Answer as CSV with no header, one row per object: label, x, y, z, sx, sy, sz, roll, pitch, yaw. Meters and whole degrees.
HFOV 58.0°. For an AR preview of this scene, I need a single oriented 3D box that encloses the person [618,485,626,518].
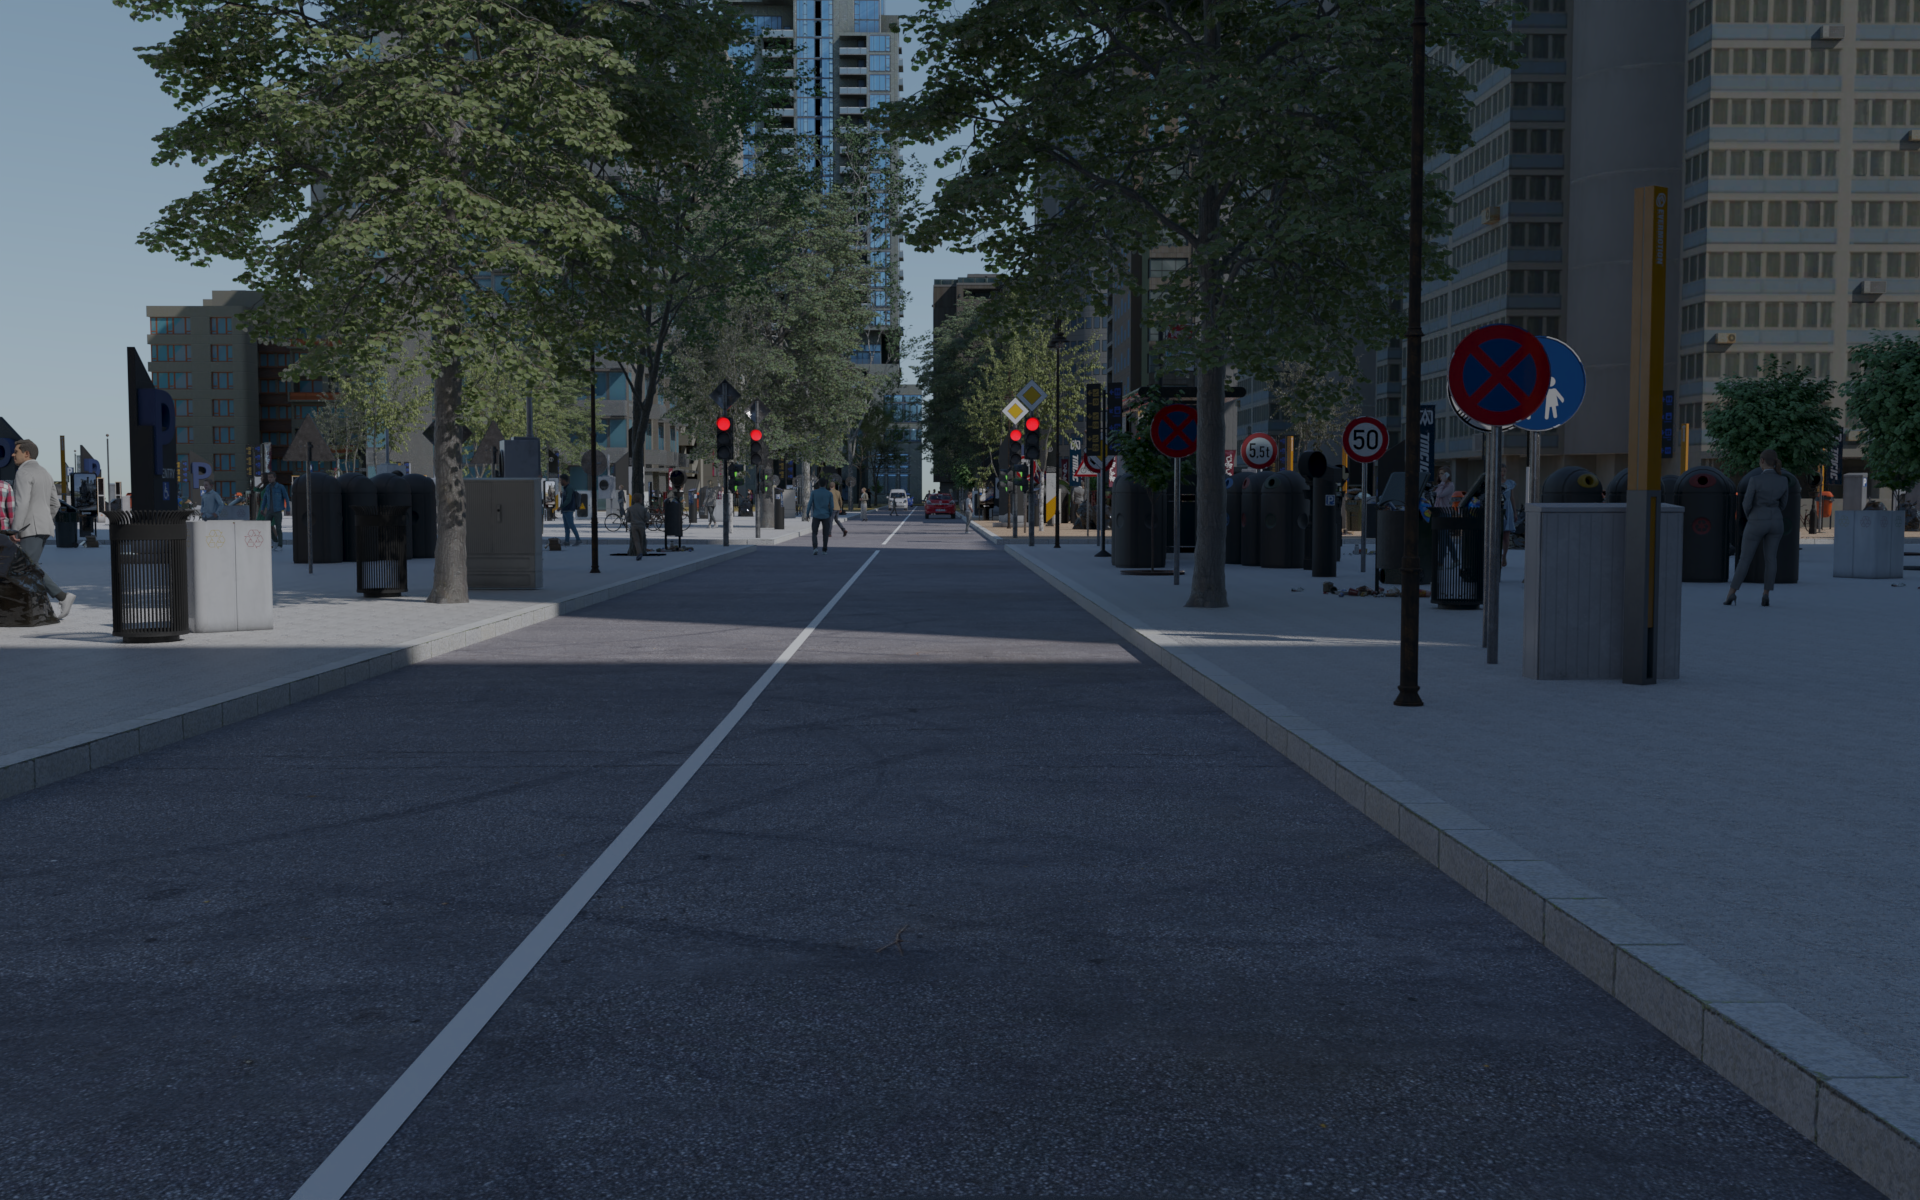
person,-18.136,-5.297,93.070,0.534,1.772,0.576,-1,4,-13

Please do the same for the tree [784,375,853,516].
tree,-8.362,-9.072,98.697,4.737,8.622,4.395,0,3,0

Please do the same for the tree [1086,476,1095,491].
tree,7.935,-6.347,98.378,1.663,3.219,1.824,0,3,0

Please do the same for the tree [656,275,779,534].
tree,-7.621,-6.456,55.911,4.360,8.622,3.978,0,3,0

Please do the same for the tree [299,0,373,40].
tree,-6.456,-6.012,8.659,12.009,13.543,11.850,0,3,0

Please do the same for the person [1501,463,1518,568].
person,9.342,-1.460,30.016,0.616,1.811,0.778,1,4,18

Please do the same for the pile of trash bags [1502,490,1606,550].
pile of trash bags,14.323,-1.900,40.810,3.447,1.369,1.912,-3,5,-42

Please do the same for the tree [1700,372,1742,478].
tree,18.889,-3.460,40.279,4.285,4.588,4.351,0,3,0

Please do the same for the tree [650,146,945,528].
tree,-7.293,-9.709,65.398,9.857,13.997,8.962,0,3,0

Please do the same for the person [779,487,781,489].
person,-13.783,-7.724,132.422,1.348,1.812,0.705,0,4,6

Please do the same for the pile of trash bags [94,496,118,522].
pile of trash bags,-40.341,-4.257,79.359,1.912,1.369,3.447,0,4,-8

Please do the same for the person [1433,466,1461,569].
person,8.231,-1.388,29.319,0.643,1.750,0.593,0,4,-4

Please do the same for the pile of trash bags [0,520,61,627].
pile of trash bags,-9.739,-0.354,15.537,1.912,1.369,3.447,0,4,-1

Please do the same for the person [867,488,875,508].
person,-8.399,-9.453,160.611,0.705,1.822,1.348,3,5,44

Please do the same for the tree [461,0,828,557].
tree,-6.527,-6.722,35.663,9.928,11.665,9.643,0,3,0

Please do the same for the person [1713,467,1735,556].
person,15.227,-1.763,34.973,0.850,1.850,0.679,2,4,29

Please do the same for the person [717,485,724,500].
person,-11.713,-4.809,85.515,0.563,1.720,0.643,-2,4,-23

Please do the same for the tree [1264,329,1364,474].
tree,14.657,-7.478,72.628,4.360,8.622,3.978,0,3,0

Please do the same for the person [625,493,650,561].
person,-6.244,-1.418,33.493,0.475,1.303,0.640,-2,4,-26

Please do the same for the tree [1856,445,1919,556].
tree,19.707,-2.564,36.518,1.663,3.219,1.824,0,3,0

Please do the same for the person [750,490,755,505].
person,-21.172,-10.320,175.460,0.721,1.739,1.217,2,4,29

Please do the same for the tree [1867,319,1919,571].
tree,16.660,-2.796,29.426,4.285,4.588,4.351,0,3,0

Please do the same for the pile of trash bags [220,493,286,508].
pile of trash bags,-38.382,-5.164,94.191,3.447,1.369,1.912,-2,4,-35

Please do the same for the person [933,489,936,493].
person,-1.897,-7.420,129.831,0.705,1.821,1.348,-1,4,-22

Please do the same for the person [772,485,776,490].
person,-10.475,-5.628,98.249,0.526,1.800,0.537,-1,4,-11

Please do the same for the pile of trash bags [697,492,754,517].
pile of trash bags,-13.346,-5.404,98.115,3.447,1.369,1.912,0,4,1

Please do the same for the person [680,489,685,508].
person,-17.991,-6.435,111.476,0.478,1.798,0.641,-1,4,-21

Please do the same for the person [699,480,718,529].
person,-9.307,-3.558,64.406,0.728,1.800,0.709,3,4,37

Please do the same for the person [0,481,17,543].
person,-11.198,-0.803,20.016,0.563,1.720,0.643,-2,4,-31

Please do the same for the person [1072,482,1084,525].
person,4.955,-4.040,72.273,0.592,1.802,0.473,1,4,21

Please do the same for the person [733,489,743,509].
person,-19.760,-8.986,153.785,1.217,1.723,0.721,-3,5,-41

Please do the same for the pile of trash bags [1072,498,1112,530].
pile of trash bags,5.635,-3.210,62.244,1.912,1.369,3.447,-3,5,-40

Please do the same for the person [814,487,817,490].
person,-11.733,-8.234,140.671,0.705,1.824,1.348,-1,4,-20

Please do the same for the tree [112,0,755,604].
tree,-6.048,-6.262,20.517,7.486,12.596,7.792,0,3,0

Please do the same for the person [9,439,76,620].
person,-9.400,-0.724,17.719,0.795,1.843,0.661,0,4,2

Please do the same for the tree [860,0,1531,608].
tree,2.740,-6.218,19.784,7.486,12.596,7.792,0,3,0

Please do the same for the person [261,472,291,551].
person,-15.377,-1.990,38.920,0.601,1.785,0.444,1,4,16

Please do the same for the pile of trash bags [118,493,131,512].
pile of trash bags,-48.783,-5.499,99.659,3.447,1.369,1.912,1,4,18

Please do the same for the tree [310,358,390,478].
tree,-31.001,-8.413,87.907,4.360,8.622,3.978,0,3,0

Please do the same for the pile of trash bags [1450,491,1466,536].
pile of trash bags,14.655,-2.667,53.352,3.447,1.369,1.912,-3,5,-45

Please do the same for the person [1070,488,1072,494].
person,8.071,-7.249,125.563,0.512,1.701,0.522,1,4,9

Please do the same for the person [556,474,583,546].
person,-9.637,-2.212,42.558,0.721,1.781,0.623,-2,4,-32

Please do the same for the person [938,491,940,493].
person,-1.818,-8.914,154.925,0.721,1.739,1.217,-2,4,-33

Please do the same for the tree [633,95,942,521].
tree,-8.561,-13.786,81.283,12.611,20.169,13.585,0,3,0

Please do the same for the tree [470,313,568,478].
tree,-18.445,-7.228,68.541,4.737,8.622,4.395,0,3,0

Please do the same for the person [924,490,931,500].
person,-2.499,-8.015,140.103,0.990,1.755,0.434,1,4,13

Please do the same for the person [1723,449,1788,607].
person,9.136,-0.829,19.867,0.520,1.790,0.573,-1,4,-20

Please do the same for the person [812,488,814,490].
person,-14.195,-9.901,167.941,0.705,1.822,1.348,-3,5,-43

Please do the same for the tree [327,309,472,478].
tree,-21.370,-6.961,64.173,4.737,8.622,4.395,0,3,0

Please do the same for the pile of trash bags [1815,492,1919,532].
pile of trash bags,31.669,-3.097,60.383,3.447,1.369,1.912,2,4,35

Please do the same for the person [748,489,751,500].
person,-18.488,-8.920,152.693,0.445,1.727,0.742,-3,4,-37

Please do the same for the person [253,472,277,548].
person,-16.288,-2.107,40.732,0.529,1.795,0.600,-2,4,-35
